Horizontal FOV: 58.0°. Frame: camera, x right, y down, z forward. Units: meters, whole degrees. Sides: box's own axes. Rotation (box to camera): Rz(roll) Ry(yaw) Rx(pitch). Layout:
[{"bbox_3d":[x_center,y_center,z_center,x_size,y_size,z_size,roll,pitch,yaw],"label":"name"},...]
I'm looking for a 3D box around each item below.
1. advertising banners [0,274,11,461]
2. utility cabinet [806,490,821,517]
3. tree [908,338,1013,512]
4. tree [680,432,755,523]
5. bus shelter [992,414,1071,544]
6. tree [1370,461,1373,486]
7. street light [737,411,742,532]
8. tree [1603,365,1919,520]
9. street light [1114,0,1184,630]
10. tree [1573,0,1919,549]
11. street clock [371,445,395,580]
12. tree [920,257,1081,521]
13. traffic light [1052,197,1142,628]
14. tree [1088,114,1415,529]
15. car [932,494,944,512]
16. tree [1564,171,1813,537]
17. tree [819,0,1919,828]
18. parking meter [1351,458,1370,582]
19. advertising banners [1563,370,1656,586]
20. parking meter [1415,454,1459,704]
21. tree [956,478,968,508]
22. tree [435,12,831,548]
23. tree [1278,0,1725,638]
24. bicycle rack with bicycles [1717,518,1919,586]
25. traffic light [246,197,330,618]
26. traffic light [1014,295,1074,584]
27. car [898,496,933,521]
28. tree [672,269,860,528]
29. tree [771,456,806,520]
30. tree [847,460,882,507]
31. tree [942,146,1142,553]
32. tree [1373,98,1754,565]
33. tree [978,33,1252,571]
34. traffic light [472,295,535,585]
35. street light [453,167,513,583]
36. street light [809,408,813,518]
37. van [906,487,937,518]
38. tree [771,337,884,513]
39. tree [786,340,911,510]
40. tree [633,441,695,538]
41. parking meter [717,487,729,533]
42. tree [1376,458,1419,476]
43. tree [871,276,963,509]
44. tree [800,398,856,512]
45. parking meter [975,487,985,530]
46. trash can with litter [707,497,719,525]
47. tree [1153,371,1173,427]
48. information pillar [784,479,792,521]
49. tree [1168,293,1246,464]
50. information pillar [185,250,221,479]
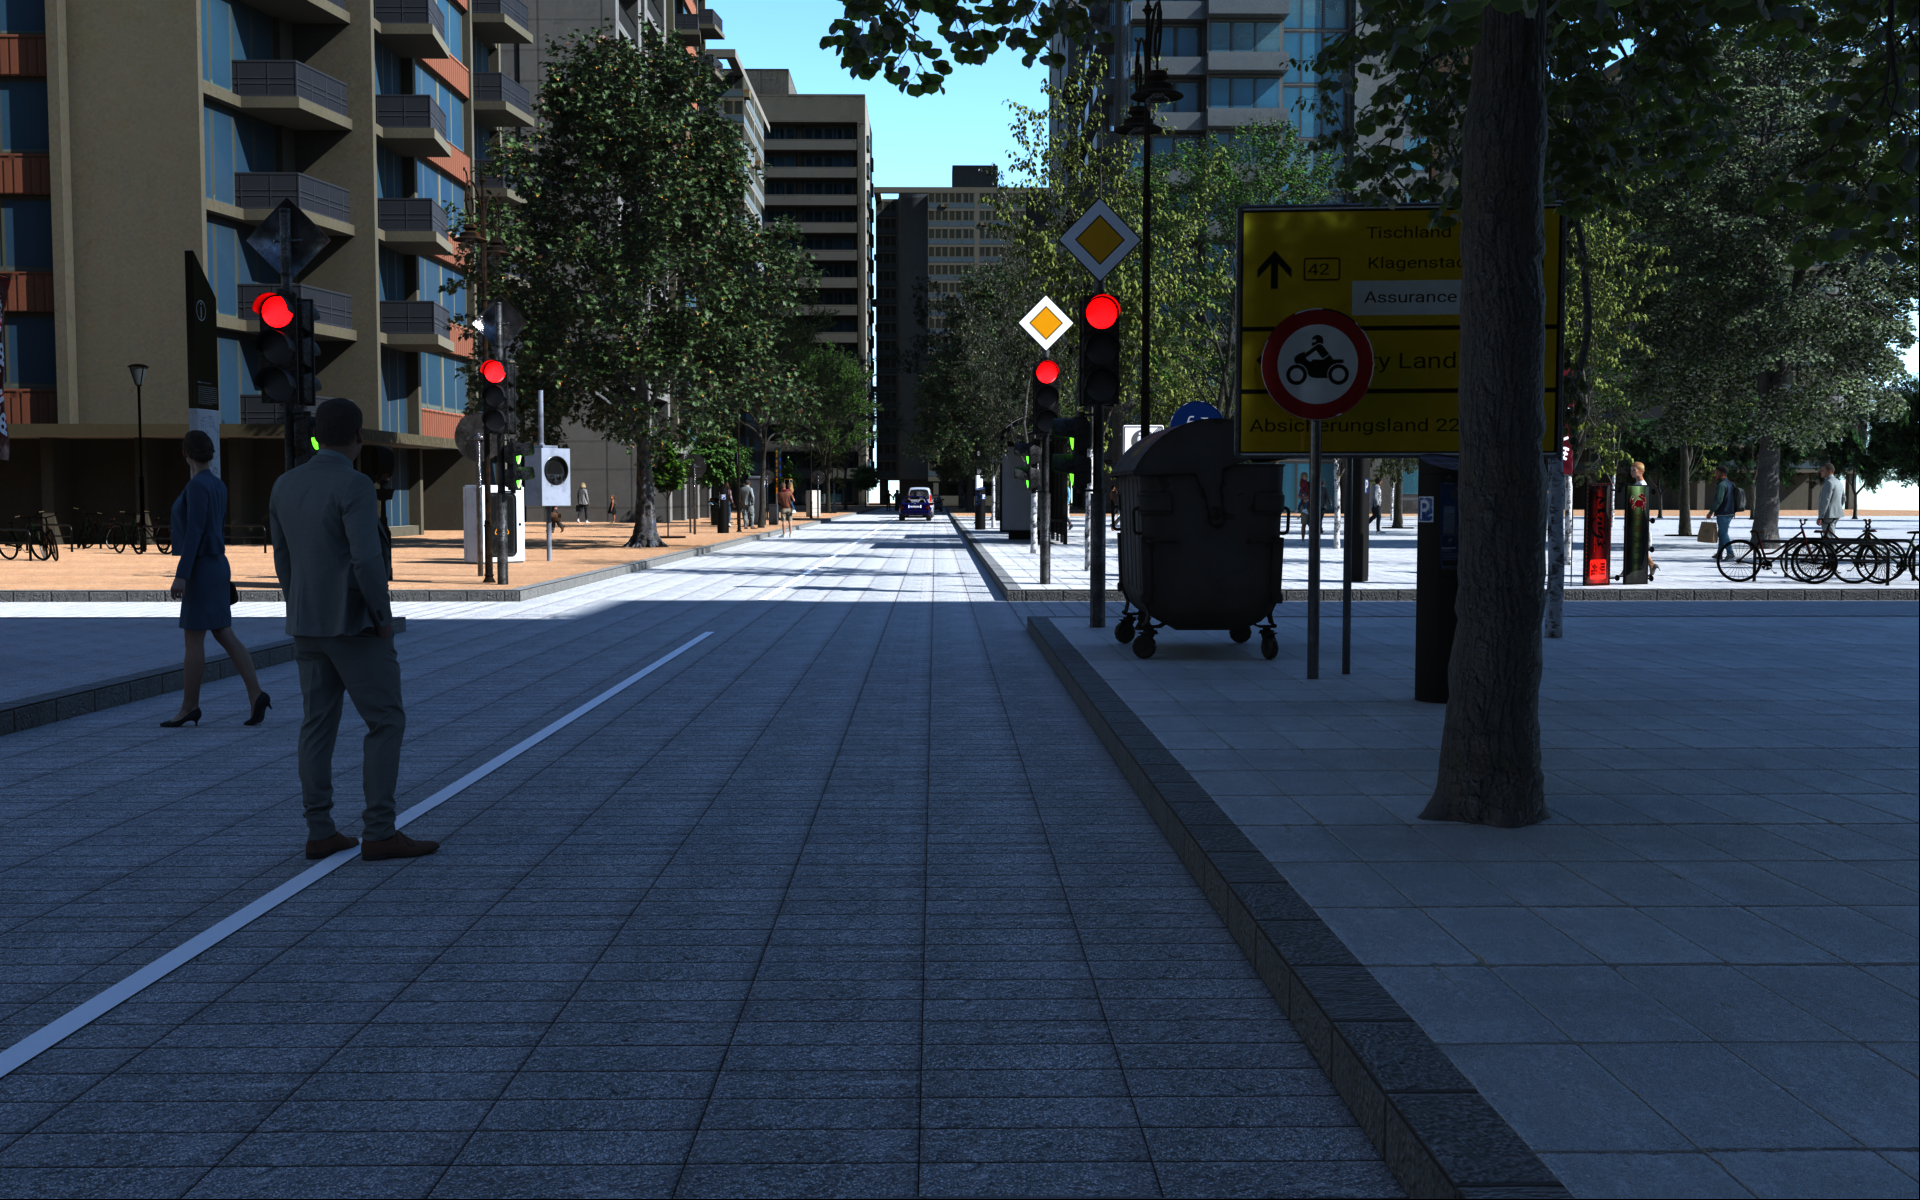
[{"bbox_3d":[-7.565,-1.026,12.959,0.090,3.025,2.074,0,4,-3],"label":"advertising banners"},{"bbox_3d":[-8.253,-5.427,97.405,0.318,1.500,1.173,2,4,24],"label":"utility cabinet"},{"bbox_3d":[0.689,-13.286,123.877,9.857,13.997,8.962,0,3,0],"label":"tree"},{"bbox_3d":[-10.818,-5.668,76.381,4.285,4.588,4.351,0,3,0],"label":"tree"},{"bbox_3d":[1.938,-3.212,46.444,2.014,3.302,5.546,0,4,-1],"label":"bus shelter"},{"bbox_3d":[21.103,-8.172,83.979,4.737,8.622,4.395,0,3,0],"label":"tree"},{"bbox_3d":[-7.512,-5.257,58.740,0.468,5.910,1.993,0,4,-1],"label":"street light"},{"bbox_3d":[42.894,-7.583,86.894,20.602,7.101,11.467,2,4,25],"label":"tree"},{"bbox_3d":[1.743,-2.657,16.227,0.468,5.910,1.993,0,4,-1],"label":"street light"},{"bbox_3d":[18.903,-8.181,40.418,9.857,13.997,8.962,0,3,0],"label":"tree"},{"bbox_3d":[-8.567,-1.294,25.733,0.358,2.002,0.471,-2,4,-33],"label":"street clock"},{"bbox_3d":[1.788,-10.209,83.927,9.611,12.733,9.660,0,3,0],"label":"tree"},{"bbox_3d":[1.308,-1.692,16.585,0.839,4.253,0.868,0,4,-1],"label":"traffic light"},{"bbox_3d":[7.237,-7.453,47.611,9.928,11.665,9.643,0,3,0],"label":"tree"},{"bbox_3d":[-2.292,-7.907,141.284,2.014,1.417,4.499,0,4,0],"label":"car"},{"bbox_3d":[22.019,-7.750,52.467,9.928,11.665,9.643,0,3,0],"label":"tree"},{"bbox_3d":[2.034,-5.432,6.941,7.486,12.596,7.792,0,3,0],"label":"tree"},{"bbox_3d":[5.850,-1.208,25.465,0.255,1.863,0.399,2,4,28],"label":"parking meter"},{"bbox_3d":[8.944,-1.713,24.189,2.074,3.025,0.090,-2,4,-26],"label":"advertising banners"},{"bbox_3d":[3.021,-0.142,10.728,0.372,1.533,0.369,0,3,0],"label":"parking meter"},{"bbox_3d":[0.222,-10.358,163.959,1.663,3.219,1.824,0,3,0],"label":"tree"},{"bbox_3d":[-7.749,-7.632,41.791,9.611,12.733,9.660,0,3,0],"label":"tree"},{"bbox_3d":[5.081,-3.969,15.248,4.360,8.622,3.978,0,3,0],"label":"tree"},{"bbox_3d":[12.920,-0.728,25.289,2.925,0.926,2.852,3,5,40],"label":"bicycle rack with bicycles"},{"bbox_3d":[-6.352,-1.684,16.461,0.839,4.253,0.868,0,4,-1],"label":"traffic light"},{"bbox_3d":[1.195,-2.180,24.570,0.839,4.253,0.868,0,4,-1],"label":"traffic light"},{"bbox_3d":[-2.415,-4.972,93.866,1.945,1.354,3.894,0,4,0],"label":"car"},{"bbox_3d":[-7.268,-8.040,65.864,7.601,10.594,8.767,-2,4,-29],"label":"tree"},{"bbox_3d":[-8.720,-5.666,87.247,1.663,3.219,1.824,0,3,0],"label":"tree"},{"bbox_3d":[-9.240,-11.249,167.640,4.285,4.588,4.351,0,3,0],"label":"tree"},{"bbox_3d":[1.634,-5.326,37.436,4.360,8.622,3.978,0,3,0],"label":"tree"},{"bbox_3d":[10.774,-4.923,30.854,4.737,8.622,4.395,0,3,0],"label":"tree"},{"bbox_3d":[2.393,-4.794,28.741,4.737,8.622,4.395,0,3,0],"label":"tree"},{"bbox_3d":[-6.465,-2.173,24.445,0.839,4.253,0.868,0,4,-1],"label":"traffic light"},{"bbox_3d":[-6.834,-3.191,24.964,0.468,5.910,1.993,0,4,-1],"label":"street light"},{"bbox_3d":[-7.900,-7.278,91.780,0.468,5.910,1.993,0,4,-1],"label":"street light"},{"bbox_3d":[-2.447,-6.078,106.382,2.013,2.044,4.112,0,4,0],"label":"van"},{"bbox_3d":[-9.046,-11.663,116.439,9.928,11.665,9.643,0,3,0],"label":"tree"},{"bbox_3d":[-9.142,-13.887,137.415,12.009,13.543,11.850,0,3,0],"label":"tree"},{"bbox_3d":[-8.467,-3.422,50.559,1.663,3.219,1.824,0,3,0],"label":"tree"},{"bbox_3d":[-7.791,-2.967,56.928,0.372,1.533,0.369,0,3,0],"label":"parking meter"},{"bbox_3d":[25.421,-11.482,94.379,9.857,13.997,8.962,0,3,0],"label":"tree"},{"bbox_3d":[-1.308,-18.122,152.176,12.611,20.169,13.585,0,3,0],"label":"tree"},{"bbox_3d":[-9.321,-10.742,126.000,4.737,8.622,4.395,0,3,0],"label":"tree"},{"bbox_3d":[0.728,-3.302,62.404,0.372,1.533,0.369,0,3,0],"label":"parking meter"},{"bbox_3d":[-10.059,-3.672,71.429,0.624,1.170,1.055,0,4,1],"label":"trash can with litter"},{"bbox_3d":[10.268,-8.725,93.013,4.360,8.622,3.978,0,3,0],"label":"tree"},{"bbox_3d":[-8.277,-4.832,83.499,0.304,2.012,0.304,1,4,18],"label":"information pillar"},{"bbox_3d":[12.816,-8.879,79.586,7.601,10.594,8.767,-2,4,-26],"label":"tree"},{"bbox_3d":[-7.394,-1.565,16.942,0.183,3.616,0.504,0,4,1],"label":"information pillar"}]
